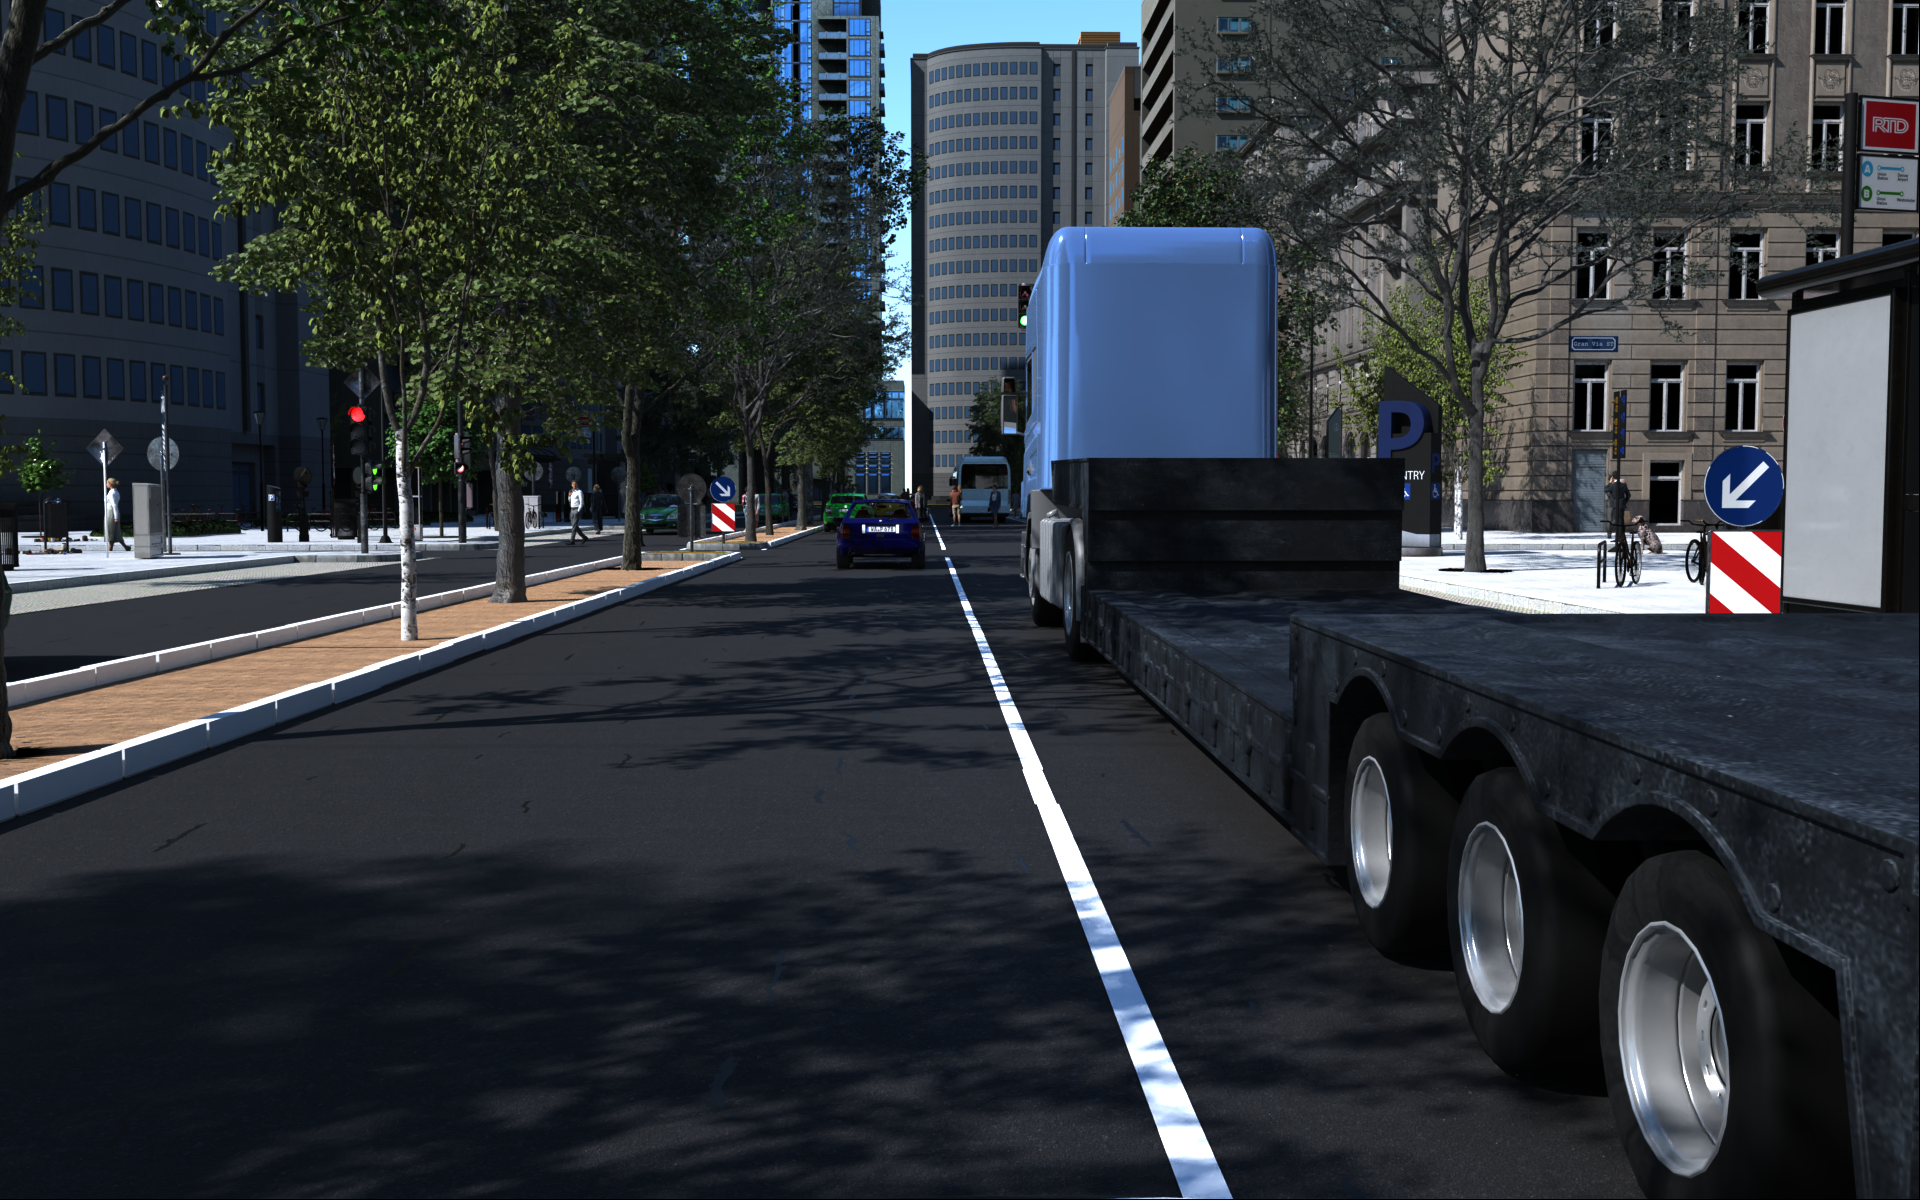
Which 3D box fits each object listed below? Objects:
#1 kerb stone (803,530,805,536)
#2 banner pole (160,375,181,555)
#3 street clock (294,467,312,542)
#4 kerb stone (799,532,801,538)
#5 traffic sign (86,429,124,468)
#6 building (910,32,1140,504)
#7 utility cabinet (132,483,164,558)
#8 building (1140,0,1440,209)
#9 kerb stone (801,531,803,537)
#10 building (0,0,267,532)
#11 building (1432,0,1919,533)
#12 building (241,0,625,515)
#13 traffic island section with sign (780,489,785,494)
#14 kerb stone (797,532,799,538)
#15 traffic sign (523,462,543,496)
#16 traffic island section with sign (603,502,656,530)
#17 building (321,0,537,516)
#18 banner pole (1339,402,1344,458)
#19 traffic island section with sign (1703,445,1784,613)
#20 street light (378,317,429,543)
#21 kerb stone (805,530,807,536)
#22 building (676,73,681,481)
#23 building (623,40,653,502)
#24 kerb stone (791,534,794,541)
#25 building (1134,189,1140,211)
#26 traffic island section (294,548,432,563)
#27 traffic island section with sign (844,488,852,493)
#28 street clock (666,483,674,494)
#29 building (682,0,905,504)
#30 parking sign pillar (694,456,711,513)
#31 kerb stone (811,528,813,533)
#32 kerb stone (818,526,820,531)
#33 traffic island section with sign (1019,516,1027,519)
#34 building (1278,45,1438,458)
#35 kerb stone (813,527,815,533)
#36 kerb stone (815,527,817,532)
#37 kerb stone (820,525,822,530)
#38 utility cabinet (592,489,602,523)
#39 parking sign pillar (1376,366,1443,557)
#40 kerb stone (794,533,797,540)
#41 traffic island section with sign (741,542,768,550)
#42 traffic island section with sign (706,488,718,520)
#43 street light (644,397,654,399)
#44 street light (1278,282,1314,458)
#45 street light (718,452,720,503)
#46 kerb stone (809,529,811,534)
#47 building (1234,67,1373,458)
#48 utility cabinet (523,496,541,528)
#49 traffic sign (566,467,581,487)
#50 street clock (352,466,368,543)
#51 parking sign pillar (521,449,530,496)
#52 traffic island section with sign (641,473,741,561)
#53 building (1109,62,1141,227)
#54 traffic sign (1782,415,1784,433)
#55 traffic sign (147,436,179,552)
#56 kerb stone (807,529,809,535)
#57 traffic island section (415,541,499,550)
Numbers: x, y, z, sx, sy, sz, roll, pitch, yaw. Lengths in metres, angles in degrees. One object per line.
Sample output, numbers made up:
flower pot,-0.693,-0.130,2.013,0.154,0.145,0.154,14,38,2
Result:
kerb stone,-5.355,-2.187,57.951,0.120,0.150,1.000,0,4,-1
banner pole,-16.853,-2.859,36.754,0.401,3.779,0.863,-2,4,-34
street clock,-17.666,-2.570,46.595,0.358,2.002,0.471,1,4,16
kerb stone,-5.302,-2.061,55.893,0.120,0.150,1.000,0,4,-1
traffic sign,-17.187,-2.147,34.838,0.795,2.593,0.064,0,4,7
building,7.755,-41.746,224.549,28.212,58.520,21.231,0,4,-1
utility cabinet,-16.197,-1.584,34.584,0.318,1.500,1.173,-1,4,-13
building,27.072,-31.923,145.647,21.300,48.544,21.600,0,4,-1
kerb stone,-5.333,-2.124,56.929,0.120,0.150,1.000,0,4,-1
building,-40.569,-32.161,67.829,21.231,58.520,28.212,0,4,-1
building,30.919,-16.217,62.419,25.104,27.353,12.463,0,4,-1
building,-39.138,-36.222,134.224,21.231,58.520,28.212,0,4,-1
traffic island section with sign,-15.003,-8.502,147.642,1.989,1.847,2.006,0,4,-1
kerb stone,-5.284,-1.998,54.861,0.120,0.150,1.000,0,4,-1
traffic sign,-16.551,-4.103,67.191,0.768,2.556,0.104,0,4,-1
traffic island section with sign,-13.301,-3.758,70.065,1.989,1.847,2.006,0,4,-1
building,-38.564,-27.532,104.774,22.147,44.769,28.867,0,4,-1
banner pole,10.393,-3.514,47.478,0.401,3.779,0.863,0,4,5
traffic island section with sign,6.260,-0.382,14.881,1.989,1.847,2.006,0,4,-1
street light,-14.505,-4.443,45.185,1.470,5.913,1.316,0,4,-1
kerb stone,-5.379,-2.249,58.973,0.120,0.150,1.000,0,4,-1
building,-39.676,-44.948,173.157,20.611,71.187,20.563,0,4,-1
building,-35.828,-30.933,155.871,14.600,45.320,14.200,0,4,-1
kerb stone,-5.237,-1.873,52.817,0.120,0.150,1.000,0,4,-1
building,23.211,-24.029,164.582,14.160,30.474,14.107,0,4,-1
traffic island section,-12.895,-0.929,37.477,2.009,0.180,2.903,0,4,-1
traffic island section with sign,-7.775,-6.866,120.390,2.006,1.907,1.989,0,4,-1
street clock,-19.780,-6.946,118.132,0.471,2.002,0.358,-2,4,-27
building,-22.754,-55.746,224.117,31.000,86.520,22.319,0,4,-1
parking sign pillar,-17.117,-7.749,115.167,1.447,3.967,1.447,3,5,43
kerb stone,-5.439,-2.438,62.054,0.120,0.150,1.000,0,4,-1
kerb stone,-5.532,-2.687,66.157,0.120,0.150,1.000,0,4,-1
traffic island section with sign,4.406,-5.505,98.631,1.989,1.847,2.006,0,4,-1
building,24.198,-14.808,83.917,13.314,21.916,24.055,0,4,-1
kerb stone,-5.469,-2.499,63.075,0.120,0.150,1.000,0,4,-1
kerb stone,-5.482,-2.561,64.103,0.120,0.150,1.000,0,4,-1
kerb stone,-5.553,-2.751,67.181,0.120,0.150,1.000,0,4,-1
utility cabinet,-15.724,-4.056,74.997,0.318,1.500,1.173,0,4,-6
parking sign pillar,9.319,-2.906,35.990,1.447,3.967,1.447,-3,5,-44
kerb stone,-5.258,-1.933,53.839,0.120,0.150,1.000,0,4,-1
traffic island section with sign,-6.108,-2.271,45.270,2.006,1.907,1.989,0,4,-1
traffic island section with sign,-13.896,-5.426,97.351,1.989,1.847,2.006,0,4,-1
street light,-15.307,-6.747,82.860,1.470,5.913,1.316,0,4,-1
street light,7.118,-3.990,37.786,1.470,5.913,1.316,0,4,-1
street light,-16.167,-9.020,120.018,1.470,5.913,1.316,0,4,-1
kerb stone,-5.419,-2.375,61.028,0.120,0.150,1.000,0,4,-1
building,23.128,-19.052,108.760,12.463,27.353,25.104,0,4,-1
utility cabinet,-16.612,-3.385,66.502,1.020,1.237,0.306,1,4,11
traffic sign,-17.895,-4.897,80.176,0.768,2.556,0.104,0,4,8
street clock,-15.691,-2.499,45.429,0.471,2.002,0.358,2,4,31
parking sign pillar,-17.600,-4.887,68.375,1.447,3.967,1.447,2,4,33
traffic island section with sign,-5.954,-1.818,37.864,2.006,1.907,1.989,0,4,-1
building,22.968,-32.339,178.846,14.600,45.320,14.200,0,4,-1
traffic sign,10.657,-1.320,21.686,0.768,2.556,0.104,0,4,7
traffic sign,-17.573,-2.329,38.188,0.768,2.556,0.104,0,4,7
kerb stone,-5.400,-2.309,59.995,0.120,0.150,1.000,0,4,-1
traffic island section,-13.071,-1.418,45.461,2.009,0.180,2.903,0,4,-1
